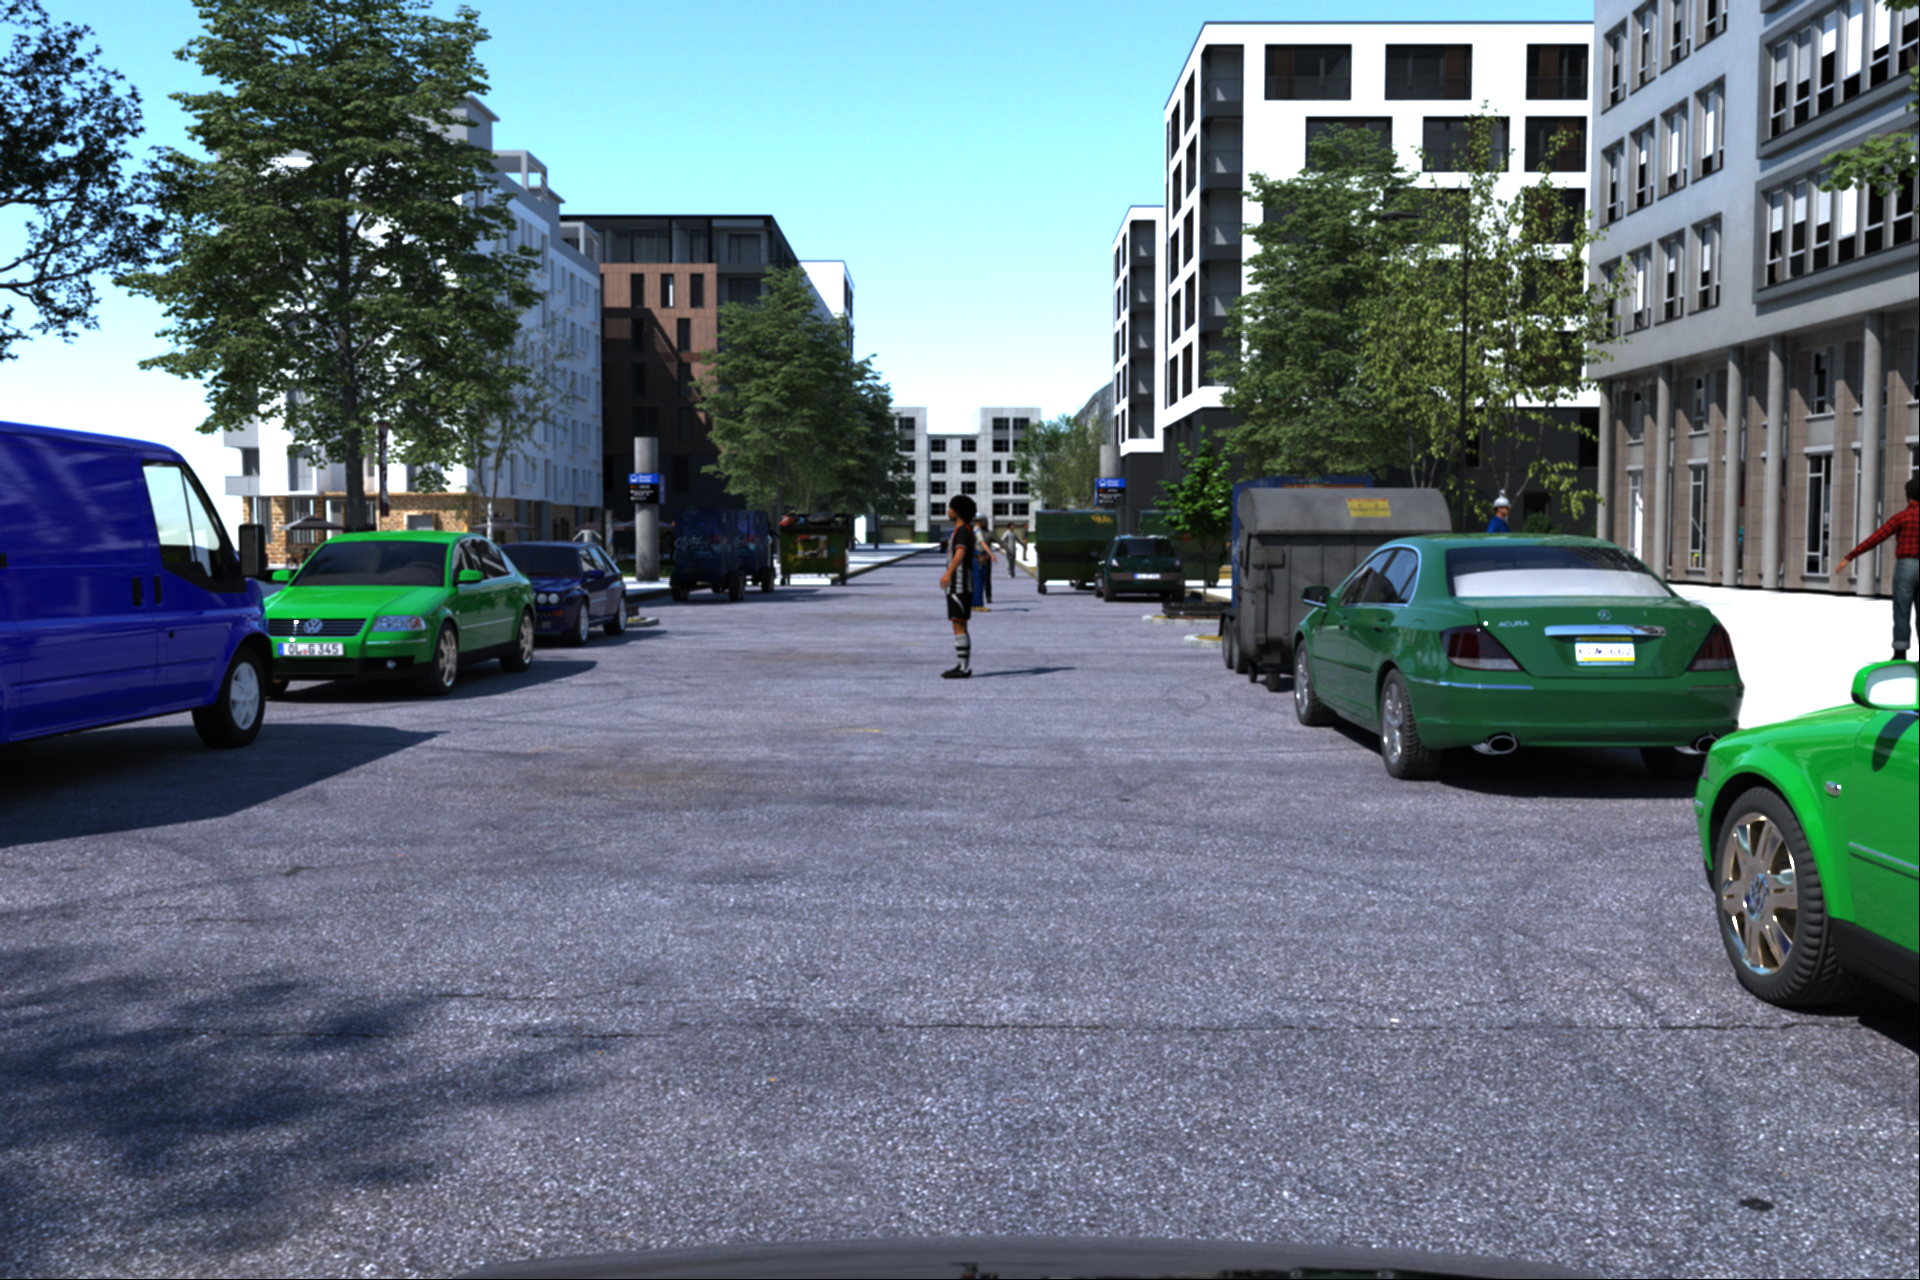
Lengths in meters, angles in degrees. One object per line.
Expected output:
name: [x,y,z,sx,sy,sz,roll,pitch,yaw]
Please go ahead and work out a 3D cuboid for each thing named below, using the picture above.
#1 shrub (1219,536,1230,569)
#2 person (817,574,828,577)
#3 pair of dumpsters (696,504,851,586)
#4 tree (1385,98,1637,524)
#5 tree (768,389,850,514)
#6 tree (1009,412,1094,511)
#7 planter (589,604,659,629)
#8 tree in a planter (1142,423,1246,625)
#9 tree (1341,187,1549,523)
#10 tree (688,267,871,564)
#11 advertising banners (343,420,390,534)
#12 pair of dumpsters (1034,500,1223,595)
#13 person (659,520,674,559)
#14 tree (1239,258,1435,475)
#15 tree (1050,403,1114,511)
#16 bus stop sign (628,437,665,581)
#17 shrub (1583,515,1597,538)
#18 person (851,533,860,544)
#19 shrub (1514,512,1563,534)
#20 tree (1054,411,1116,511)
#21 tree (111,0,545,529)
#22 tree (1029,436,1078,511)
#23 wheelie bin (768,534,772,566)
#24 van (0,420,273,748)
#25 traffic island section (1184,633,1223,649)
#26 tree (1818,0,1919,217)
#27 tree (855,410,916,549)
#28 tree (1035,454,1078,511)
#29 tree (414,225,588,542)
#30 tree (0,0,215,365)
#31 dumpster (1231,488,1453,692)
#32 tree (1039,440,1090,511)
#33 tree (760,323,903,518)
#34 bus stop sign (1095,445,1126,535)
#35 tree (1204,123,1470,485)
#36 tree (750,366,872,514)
shrub: [8.105,-3.226,57.160,1.690,2.028,1.600,0,3,0]
person: [-4.157,-2.633,52.321,0.991,1.433,0.599,-1,4,-16]
pair of dumpsters: [-5.259,-2.639,48.094,4.436,2.255,1.574,0,4,1]
tree: [9.319,-4.836,29.430,4.737,8.622,4.395,0,3,0]
tree: [-7.656,-8.174,84.006,4.360,8.622,3.978,0,3,0]
tree: [7.958,-13.503,146.523,9.928,11.665,9.643,0,3,0]
planter: [-5.794,-0.365,27.105,1.991,0.319,1.994,0,4,1]
tree in a planter: [3.980,-1.885,28.038,1.991,3.239,1.994,0,4,1]
tree: [10.062,-5.303,37.075,4.737,8.622,4.395,0,3,0]
tree: [-7.600,-9.498,73.418,7.486,12.596,7.792,0,3,0]
advertising banners: [-8.929,-1.835,26.185,0.090,3.025,2.074,0,3,0]
pair of dumpsters: [3.967,-2.215,41.165,4.436,2.255,1.574,0,3,0]
person: [-10.666,-3.579,64.705,1.347,1.806,0.705,-1,4,-20]
tree: [14.053,-8.501,64.741,9.928,11.665,9.643,0,3,0]
tree: [7.297,-8.958,96.824,4.360,8.622,3.978,0,3,0]
bus stop sign: [-8.553,-3.567,47.328,0.837,3.901,0.837,0,4,1]
shrub: [19.657,-2.960,52.807,1.690,2.028,1.600,0,3,0]
person: [-4.370,-3.593,64.520,1.354,1.856,0.705,-2,4,-26]
shrub: [19.126,-3.257,57.290,1.661,2.075,1.752,0,3,0]
tree: [7.618,-9.408,104.179,4.737,8.622,4.395,0,3,0]
tree: [-11.782,-7.000,32.577,7.486,12.596,7.792,0,3,0]
tree: [7.362,-10.836,127.529,4.360,8.622,3.978,0,3,0]
wheelie bin: [-6.293,-2.848,54.467,0.693,1.594,0.980,0,4,1]
van: [-5.748,-0.338,9.908,2.240,2.365,5.245,0,4,1]
traffic island section: [3.942,0.022,22.509,1.991,0.108,1.994,0,4,1]
tree: [9.350,-5.686,11.100,7.486,12.596,7.792,0,3,0]
tree: [-7.757,-14.278,151.570,7.486,12.596,7.792,0,3,0]
tree: [7.976,-12.508,154.865,4.360,8.622,3.978,0,3,0]
tree: [-11.507,-5.585,41.680,4.360,8.622,3.978,0,3,0]
tree: [-11.853,-5.140,18.447,8.767,10.594,7.601,2,4,27]
dumpster: [3.532,-0.485,16.147,1.865,1.857,1.264,0,4,0]
tree: [8.118,-11.228,133.933,4.360,8.622,3.978,0,3,0]
tree: [-7.799,-12.082,104.203,9.857,13.997,8.962,0,3,0]
bus stop sign: [4.449,-3.812,51.337,0.837,3.901,0.837,0,4,0]
tree: [10.709,-7.958,48.233,7.486,12.596,7.792,0,3,0]
tree: [-8.394,-9.728,93.471,7.601,10.594,8.767,-1,4,-20]
